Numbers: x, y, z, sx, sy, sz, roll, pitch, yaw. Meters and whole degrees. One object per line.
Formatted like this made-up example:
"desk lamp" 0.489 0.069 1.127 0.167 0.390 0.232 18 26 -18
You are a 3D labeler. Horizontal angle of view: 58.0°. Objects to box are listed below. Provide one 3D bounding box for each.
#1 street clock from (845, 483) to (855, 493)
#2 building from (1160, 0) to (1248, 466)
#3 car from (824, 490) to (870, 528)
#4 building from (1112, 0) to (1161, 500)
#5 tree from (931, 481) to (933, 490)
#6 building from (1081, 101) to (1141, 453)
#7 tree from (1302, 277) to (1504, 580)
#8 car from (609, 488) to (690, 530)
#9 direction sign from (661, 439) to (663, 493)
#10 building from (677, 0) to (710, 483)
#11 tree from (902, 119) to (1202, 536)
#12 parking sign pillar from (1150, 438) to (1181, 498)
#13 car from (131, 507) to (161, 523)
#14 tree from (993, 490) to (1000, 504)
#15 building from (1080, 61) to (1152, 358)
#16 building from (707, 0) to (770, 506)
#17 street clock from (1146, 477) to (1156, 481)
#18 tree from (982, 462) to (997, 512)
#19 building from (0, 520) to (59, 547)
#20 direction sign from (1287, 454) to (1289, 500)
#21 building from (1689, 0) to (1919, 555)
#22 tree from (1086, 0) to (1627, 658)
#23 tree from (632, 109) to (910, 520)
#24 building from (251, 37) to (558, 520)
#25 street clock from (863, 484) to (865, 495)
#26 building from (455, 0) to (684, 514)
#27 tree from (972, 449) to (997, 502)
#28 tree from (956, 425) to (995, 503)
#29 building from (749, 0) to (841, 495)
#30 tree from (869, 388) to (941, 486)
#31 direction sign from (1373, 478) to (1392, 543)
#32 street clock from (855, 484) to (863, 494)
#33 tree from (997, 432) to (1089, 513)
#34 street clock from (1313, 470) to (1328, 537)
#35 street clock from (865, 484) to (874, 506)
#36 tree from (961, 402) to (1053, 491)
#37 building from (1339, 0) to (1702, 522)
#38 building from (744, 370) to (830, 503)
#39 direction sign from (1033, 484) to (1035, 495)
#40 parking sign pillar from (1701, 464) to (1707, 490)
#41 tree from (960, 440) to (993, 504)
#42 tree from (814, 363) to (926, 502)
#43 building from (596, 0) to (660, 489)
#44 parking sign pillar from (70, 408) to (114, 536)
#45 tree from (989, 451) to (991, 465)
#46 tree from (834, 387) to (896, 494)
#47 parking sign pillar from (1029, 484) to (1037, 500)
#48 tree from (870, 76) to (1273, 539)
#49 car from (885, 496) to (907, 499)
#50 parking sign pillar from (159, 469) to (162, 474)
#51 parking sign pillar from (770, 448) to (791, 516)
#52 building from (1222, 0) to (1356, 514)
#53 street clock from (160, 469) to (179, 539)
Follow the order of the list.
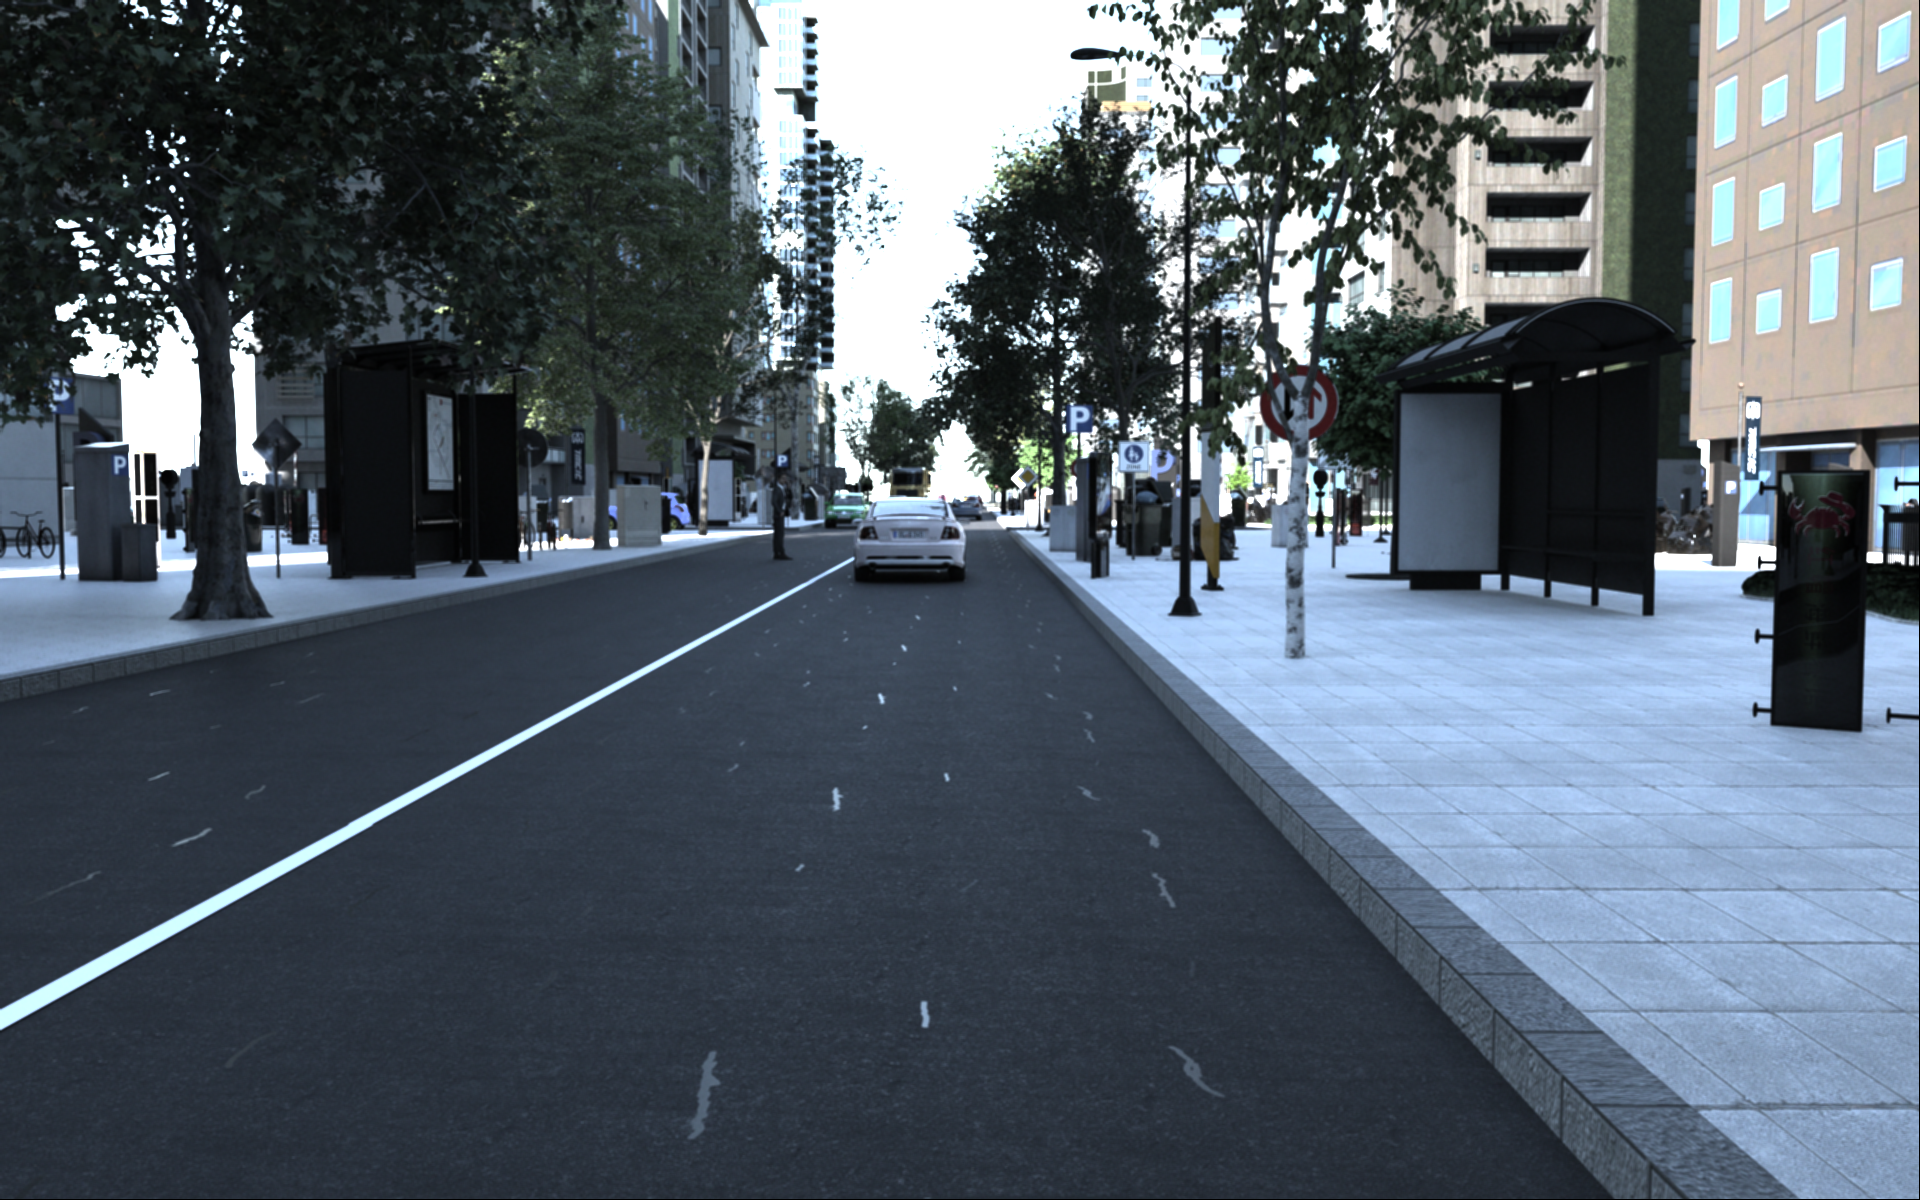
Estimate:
"street clock" -7.345 -6.708 114.246 0.471 2.002 0.358 -1 4 -19
"building" 28.876 -37.722 158.755 21.231 58.520 28.212 0 4 0
"car" -4.781 -3.997 74.150 1.959 1.807 4.718 0 4 1
"building" 29.151 -53.533 187.928 22.319 86.520 31.000 0 4 0
"tree" -6.194 -18.992 294.233 4.285 4.588 4.351 0 3 0
"building" 29.187 -44.315 266.556 21.231 58.520 28.212 0 4 0
"tree" 6.579 -2.608 26.350 4.285 4.588 4.351 0 3 0
"car" -12.107 -3.424 65.579 3.694 1.707 1.945 0 4 -1
"direction sign" -12.072 -4.783 70.195 0.379 3.537 0.876 -1 4 -15
"building" -30.919 -43.716 153.001 20.563 71.187 20.611 0 4 0
"tree" 2.920 -8.287 52.498 9.611 12.733 9.660 0 3 0
"parking sign pillar" 8.938 -5.315 75.375 1.447 3.967 1.447 3 4 36
"car" -32.001 -3.176 63.723 4.920 1.459 2.131 0 4 -1
"tree" 4.820 -14.633 233.842 1.663 3.219 1.824 0 3 0
"building" 28.828 -52.162 291.104 20.563 71.187 20.611 0 4 0
"building" -35.082 -36.007 177.951 28.713 52.752 27.495 0 4 0
"street clock" 8.117 -4.233 73.785 0.471 2.002 0.358 2 4 23
"tree" 4.290 -8.318 119.707 4.285 4.588 4.351 0 3 0
"building" -35.391 -27.081 32.006 27.495 52.752 28.713 0 4 0
"direction sign" 18.525 -6.477 97.900 0.379 3.537 0.876 1 4 13
"building" 26.321 -23.717 37.885 14.600 45.320 14.200 0 4 0
"tree" 2.802 -3.861 13.498 4.737 8.622 4.395 0 3 0
"tree" -9.655 -14.131 86.923 12.611 20.169 13.585 0 3 0
"building" -26.974 -24.793 88.953 14.154 41.232 14.086 0 4 0
"street clock" -6.947 -7.467 126.658 0.471 2.002 0.358 -1 4 -17
"building" -29.584 -27.497 133.177 14.154 41.232 14.086 0 4 0
"tree" 5.687 -21.614 279.141 9.928 11.665 9.643 0 3 0
"tree" 4.626 -23.750 244.199 12.611 20.169 13.585 0 3 0
"building" -30.508 -59.447 284.636 22.319 86.520 31.000 0 4 0
"tree" -6.606 -18.202 204.260 9.857 13.997 8.962 0 3 0
"direction sign" 11.166 -3.295 45.870 0.876 3.537 0.379 -3 4 -38
"street clock" -7.486 -7.394 125.454 0.471 2.002 0.358 -1 4 -16
"tree" 3.986 -5.606 75.364 4.285 4.588 4.351 0 3 0
"street clock" 10.789 -2.894 51.888 0.358 2.002 0.471 -1 4 -23
"street clock" -6.425 -7.390 125.389 0.358 2.002 0.471 1 4 18
"tree" 4.634 -15.279 160.188 12.009 13.543 11.850 0 3 0
"building" 27.287 -19.217 85.908 14.107 30.474 14.160 0 4 0
"building" -34.230 -25.173 256.620 27.650 21.520 28.899 0 4 0
"direction sign" 4.532 -6.979 106.105 0.876 3.537 0.379 -2 4 -33
"parking sign pillar" 52.691 -8.272 123.720 1.447 3.967 1.447 -2 4 -25
"tree" 3.942 -18.969 228.265 7.486 12.596 7.792 0 3 0
"tree" -7.539 -13.036 138.898 9.928 11.665 9.643 0 3 0
"building" -27.610 -28.185 110.935 14.600 45.320 14.200 0 4 0
"parking sign pillar" -26.867 -3.992 53.749 1.447 3.967 1.447 1 4 21
"tree" 4.936 -15.194 198.783 4.360 8.622 3.978 0 3 0
"tree" -6.701 -10.232 117.655 4.360 8.622 3.978 0 3 0
"parking sign pillar" 4.993 -7.585 112.482 1.447 3.967 1.447 1 4 10
"tree" 3.608 -6.396 38.984 7.601 10.594 8.767 2 4 30
"car" -3.626 -5.238 98.215 1.945 1.354 3.894 0 4 0
"parking sign pillar" -61.742 -8.838 132.972 1.447 3.967 1.447 1 4 15
"parking sign pillar" -10.362 -6.871 100.807 1.447 3.967 1.447 2 4 23
"building" 31.875 -30.777 122.815 23.786 49.044 30.456 0 4 0
"street clock" -22.740 -2.771 49.870 0.471 2.002 0.358 1 4 19
